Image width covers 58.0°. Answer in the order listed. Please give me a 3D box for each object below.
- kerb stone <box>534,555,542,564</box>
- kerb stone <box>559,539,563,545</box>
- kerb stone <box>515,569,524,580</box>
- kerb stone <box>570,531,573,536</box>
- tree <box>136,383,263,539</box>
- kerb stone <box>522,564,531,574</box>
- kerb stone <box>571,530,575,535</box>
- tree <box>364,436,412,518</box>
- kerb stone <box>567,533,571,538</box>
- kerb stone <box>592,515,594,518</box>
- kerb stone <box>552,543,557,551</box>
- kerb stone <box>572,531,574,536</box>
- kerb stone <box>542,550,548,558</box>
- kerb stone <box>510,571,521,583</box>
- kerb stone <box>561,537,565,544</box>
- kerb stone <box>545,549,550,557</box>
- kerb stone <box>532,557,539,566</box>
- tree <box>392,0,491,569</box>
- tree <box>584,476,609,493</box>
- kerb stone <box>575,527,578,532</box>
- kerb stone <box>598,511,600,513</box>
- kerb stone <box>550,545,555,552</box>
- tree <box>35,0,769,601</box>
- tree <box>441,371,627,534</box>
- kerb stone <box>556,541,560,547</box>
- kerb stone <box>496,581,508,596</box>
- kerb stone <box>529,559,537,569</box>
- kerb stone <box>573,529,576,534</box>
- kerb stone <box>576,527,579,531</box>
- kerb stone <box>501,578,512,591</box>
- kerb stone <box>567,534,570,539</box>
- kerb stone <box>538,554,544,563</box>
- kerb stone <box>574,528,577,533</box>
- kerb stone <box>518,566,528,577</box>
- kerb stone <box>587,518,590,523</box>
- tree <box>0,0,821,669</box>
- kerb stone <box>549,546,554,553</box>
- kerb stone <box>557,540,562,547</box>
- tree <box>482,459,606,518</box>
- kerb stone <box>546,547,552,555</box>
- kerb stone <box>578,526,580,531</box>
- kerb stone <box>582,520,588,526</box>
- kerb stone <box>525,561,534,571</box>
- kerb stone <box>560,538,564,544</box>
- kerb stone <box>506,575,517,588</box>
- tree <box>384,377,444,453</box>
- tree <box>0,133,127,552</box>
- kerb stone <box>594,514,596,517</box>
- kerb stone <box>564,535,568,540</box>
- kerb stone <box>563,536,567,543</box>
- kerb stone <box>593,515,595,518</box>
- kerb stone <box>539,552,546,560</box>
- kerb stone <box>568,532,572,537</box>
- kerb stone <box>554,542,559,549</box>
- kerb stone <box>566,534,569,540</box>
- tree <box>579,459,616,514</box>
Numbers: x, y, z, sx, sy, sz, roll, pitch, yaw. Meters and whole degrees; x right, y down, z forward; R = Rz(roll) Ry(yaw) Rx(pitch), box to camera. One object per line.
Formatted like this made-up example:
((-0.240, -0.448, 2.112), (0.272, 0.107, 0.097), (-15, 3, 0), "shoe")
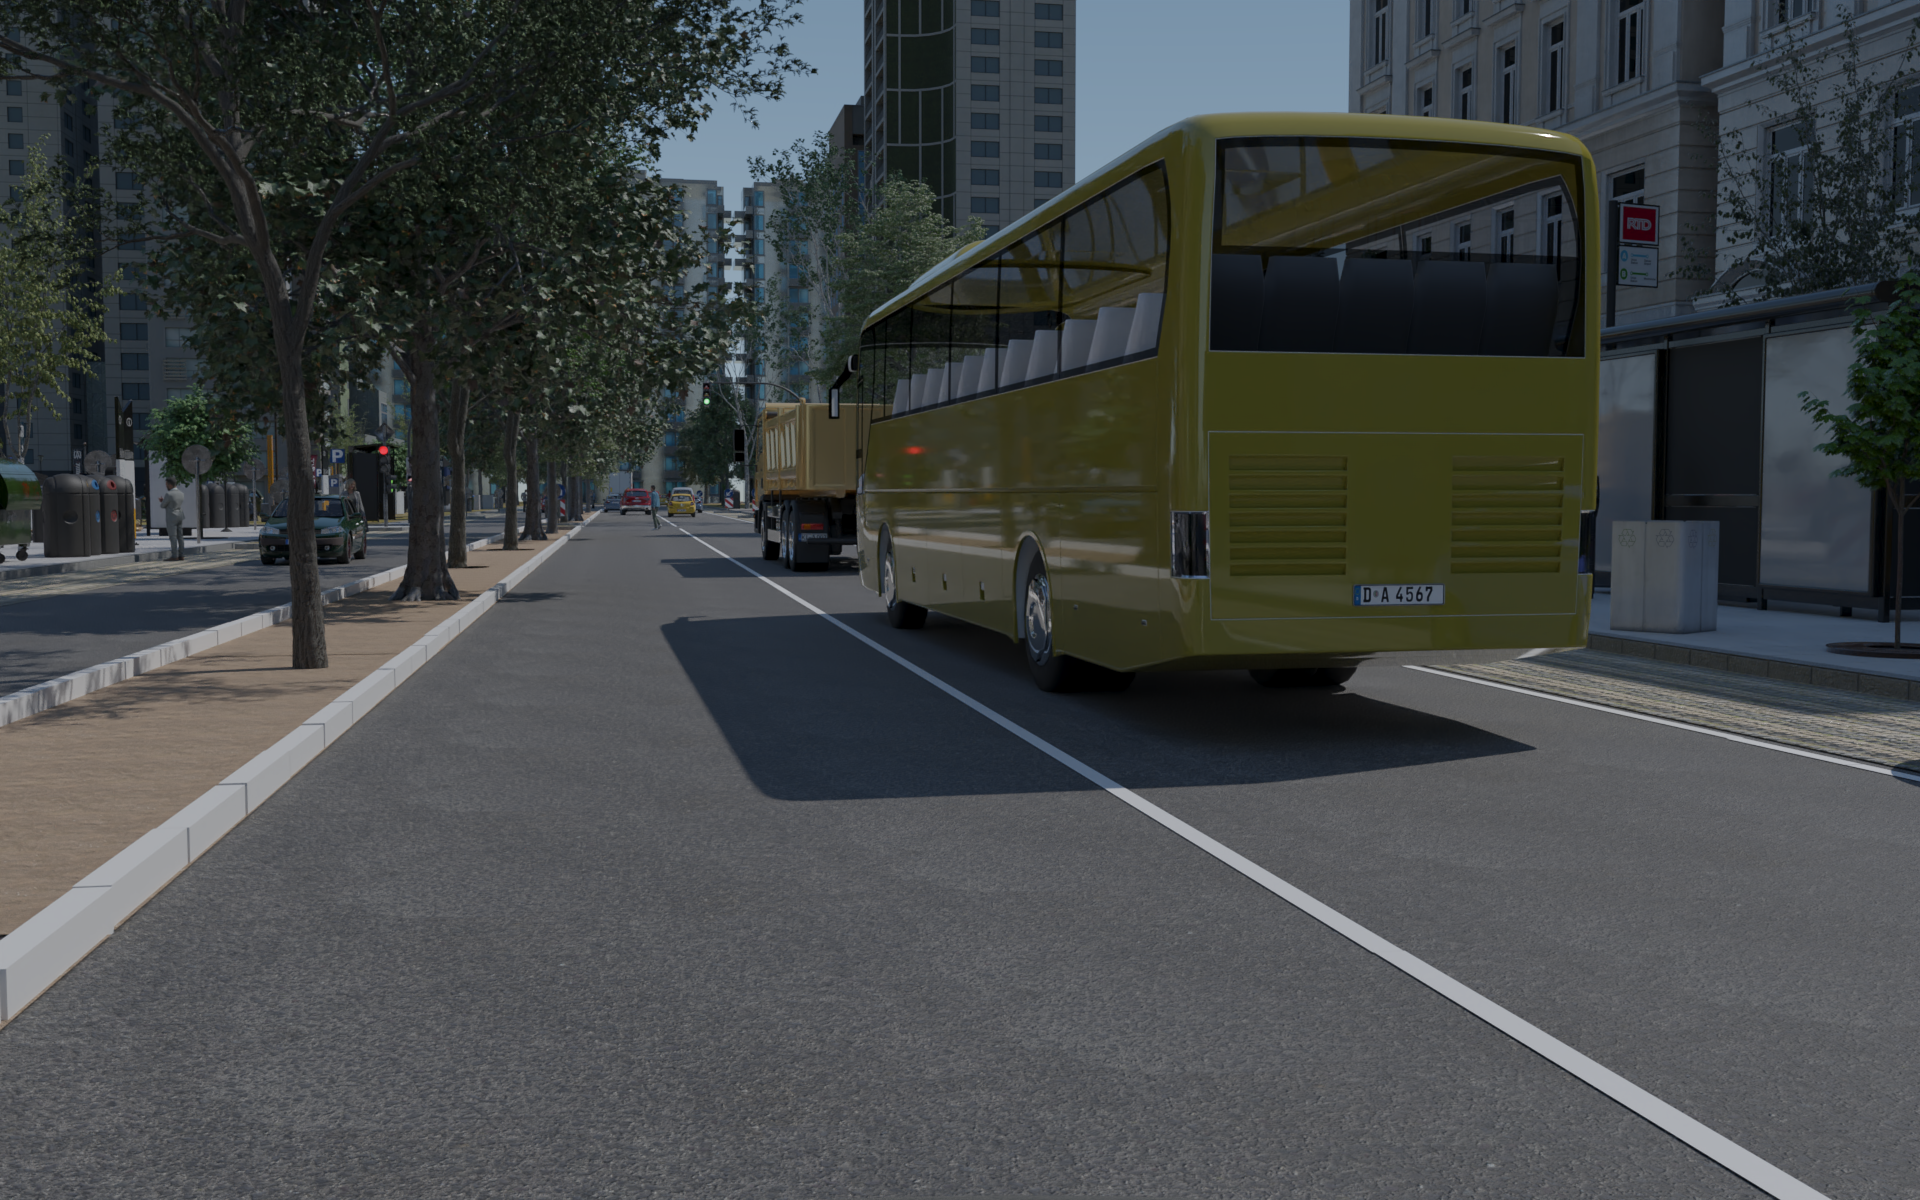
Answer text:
((-8.431, -0.743, 34.351), (0.120, 0.150, 1.000), (-1, 4, -11), "kerb stone")
((-10.792, -1.482, 46.418), (0.120, 0.150, 1.000), (-1, 4, -11), "kerb stone")
((-7.255, -0.374, 28.318), (0.120, 0.150, 1.000), (-1, 4, -11), "kerb stone")
((-12.555, -2.036, 55.492), (0.120, 0.150, 1.000), (-1, 4, -11), "kerb stone")
((-21.933, -4.037, 49.727), (4.285, 4.588, 4.351), (0, 3, 0), "tree")
((-7.651, -0.497, 30.323), (0.120, 0.150, 1.000), (-1, 4, -11), "kerb stone")
((-12.955, -2.160, 57.504), (0.120, 0.150, 1.000), (-1, 4, -11), "kerb stone")
((-30.747, -6.687, 93.050), (4.285, 4.588, 4.351), (0, 3, 0), "tree")
((-12.170, -1.913, 53.481), (0.120, 0.150, 1.000), (-1, 4, -11), "kerb stone")
((-20.114, -4.402, 94.212), (0.120, 0.150, 1.000), (-1, 4, -11), "kerb stone")
((-10.000, -1.235, 42.392), (0.120, 0.150, 1.000), (-1, 4, -11), "kerb stone")
((-12.755, -2.098, 56.502), (0.120, 0.150, 1.000), (-1, 4, -11), "kerb stone")
((-9.025, -0.928, 37.368), (0.120, 0.150, 1.000), (-1, 4, -11), "kerb stone")
((-7.055, -0.312, 27.299), (0.120, 0.150, 1.000), (-1, 4, -11), "kerb stone")
((-11.188, -1.603, 48.434), (0.120, 0.150, 1.000), (-1, 4, -11), "kerb stone")
((-9.222, -0.989, 38.371), (0.120, 0.150, 1.000), (-1, 4, -11), "kerb stone")
((-8.238, -0.677, 33.344), (0.120, 0.150, 1.000), (-1, 4, -11), "kerb stone")
((-9.537, -6.400, 32.861), (9.928, 11.665, 9.643), (0, 3, 0), "tree")
((-29.660, -11.327, 138.015), (4.737, 8.622, 4.395), (0, 3, 0), "tree")
((-13.737, -2.406, 61.537), (0.120, 0.150, 1.000), (-1, 4, -11), "kerb stone")
((-24.241, -5.695, 115.349), (0.120, 0.150, 1.000), (-1, 4, -11), "kerb stone")
((-9.809, -1.174, 41.388), (0.120, 0.150, 1.000), (-1, 4, -11), "kerb stone")
((-7.249, -6.347, 23.237), (9.611, 12.733, 9.660), (0, 3, 0), "tree")
((-14.924, -8.688, 62.627), (7.486, 12.596, 7.792), (0, 3, 0), "tree")
((-10.392, -1.355, 44.401), (0.120, 0.150, 1.000), (-1, 4, -11), "kerb stone")
((-6.464, -0.128, 24.290), (0.120, 0.150, 1.000), (-1, 4, -11), "kerb stone")
((-8.036, -0.619, 32.331), (0.120, 0.150, 1.000), (-1, 4, -11), "kerb stone")
((-13.146, -2.216, 58.512), (0.120, 0.150, 1.000), (-1, 4, -11), "kerb stone")
((-13.931, -2.466, 62.540), (0.120, 0.150, 1.000), (-1, 4, -11), "kerb stone")
((-6.667, -0.189, 25.292), (0.120, 0.150, 1.000), (-1, 4, -11), "kerb stone")
((-11.972, -1.848, 52.476), (0.120, 0.150, 1.000), (-1, 4, -11), "kerb stone")
((-8.637, -0.805, 35.359), (0.120, 0.150, 1.000), (-1, 4, -11), "kerb stone")
((-13.545, -2.340, 60.531), (0.120, 0.150, 1.000), (-1, 4, -11), "kerb stone")
((-7.453, -0.436, 29.321), (0.120, 0.150, 1.000), (-1, 4, -11), "kerb stone")
((-18.160, -3.790, 84.163), (0.120, 0.150, 1.000), (-1, 4, -11), "kerb stone")
((-5.372, -4.731, 14.228), (8.767, 10.594, 7.601), (-1, 4, -11), "tree")
((-9.611, -1.112, 40.381), (0.120, 0.150, 1.000), (-1, 4, -11), "kerb stone")
((-10.589, -1.420, 45.415), (0.120, 0.150, 1.000), (-1, 4, -11), "kerb stone")
((-23.003, -11.791, 101.898), (9.857, 13.997, 8.962), (0, 3, 0), "tree")
((-9.414, -1.051, 39.375), (0.120, 0.150, 1.000), (-1, 4, -11), "kerb stone")
((-14.325, -2.590, 64.547), (0.120, 0.150, 1.000), (-1, 4, -11), "kerb stone")
((-16.970, -3.421, 78.121), (0.120, 0.150, 1.000), (-1, 4, -11), "kerb stone")
((-7.839, -0.559, 31.328), (0.120, 0.150, 1.000), (-1, 4, -11), "kerb stone")
((-10.986, -1.543, 47.426), (0.120, 0.150, 1.000), (-1, 4, -11), "kerb stone")
((-6.858, -0.250, 26.296), (0.120, 0.150, 1.000), (-1, 4, -11), "kerb stone")
((-32.426, -9.422, 104.413), (4.737, 8.622, 4.395), (0, 3, 0), "tree")
((-19.534, -5.230, 35.879), (4.737, 8.622, 4.395), (0, 3, 0), "tree")
((-21.098, -4.713, 99.252), (0.120, 0.150, 1.000), (-1, 4, -11), "kerb stone")
((-11.570, -1.728, 50.454), (0.120, 0.150, 1.000), (-1, 4, -11), "kerb stone")
((-11.376, -1.667, 49.447), (0.120, 0.150, 1.000), (-1, 4, -11), "kerb stone")
((-20.517, -4.527, 96.229), (0.120, 0.150, 1.000), (-1, 4, -11), "kerb stone")
((-8.822, -0.867, 36.364), (0.120, 0.150, 1.000), (-1, 4, -11), "kerb stone")
((-12.361, -1.971, 54.488), (0.120, 0.150, 1.000), (-1, 4, -11), "kerb stone")
((-10.201, -1.297, 43.394), (0.120, 0.150, 1.000), (-1, 4, -11), "kerb stone")
((-11.778, -1.790, 51.470), (0.120, 0.150, 1.000), (-1, 4, -11), "kerb stone")
((-26.607, -12.750, 121.296), (12.009, 13.543, 11.850), (0, 3, 0), "tree")
